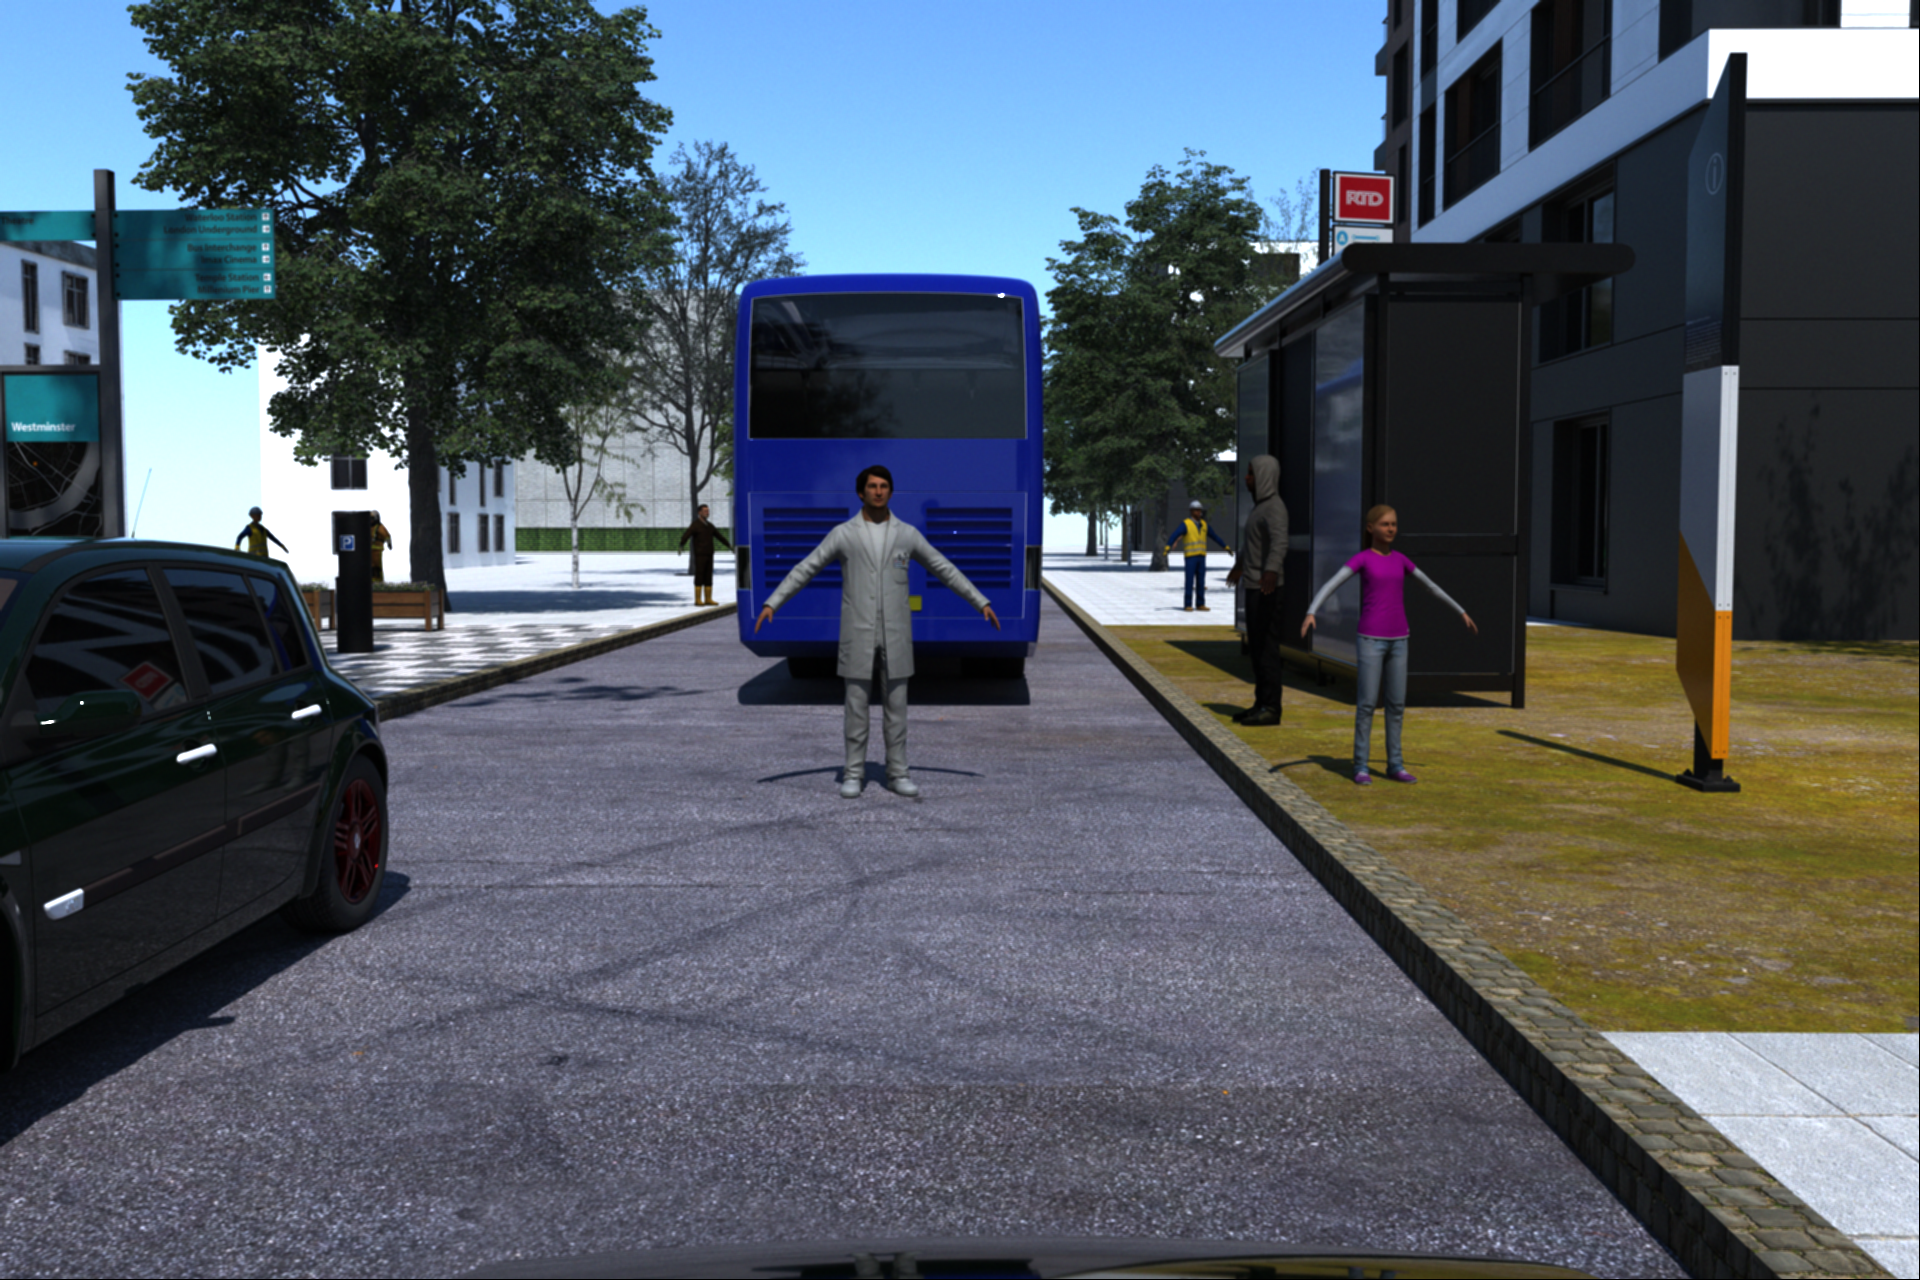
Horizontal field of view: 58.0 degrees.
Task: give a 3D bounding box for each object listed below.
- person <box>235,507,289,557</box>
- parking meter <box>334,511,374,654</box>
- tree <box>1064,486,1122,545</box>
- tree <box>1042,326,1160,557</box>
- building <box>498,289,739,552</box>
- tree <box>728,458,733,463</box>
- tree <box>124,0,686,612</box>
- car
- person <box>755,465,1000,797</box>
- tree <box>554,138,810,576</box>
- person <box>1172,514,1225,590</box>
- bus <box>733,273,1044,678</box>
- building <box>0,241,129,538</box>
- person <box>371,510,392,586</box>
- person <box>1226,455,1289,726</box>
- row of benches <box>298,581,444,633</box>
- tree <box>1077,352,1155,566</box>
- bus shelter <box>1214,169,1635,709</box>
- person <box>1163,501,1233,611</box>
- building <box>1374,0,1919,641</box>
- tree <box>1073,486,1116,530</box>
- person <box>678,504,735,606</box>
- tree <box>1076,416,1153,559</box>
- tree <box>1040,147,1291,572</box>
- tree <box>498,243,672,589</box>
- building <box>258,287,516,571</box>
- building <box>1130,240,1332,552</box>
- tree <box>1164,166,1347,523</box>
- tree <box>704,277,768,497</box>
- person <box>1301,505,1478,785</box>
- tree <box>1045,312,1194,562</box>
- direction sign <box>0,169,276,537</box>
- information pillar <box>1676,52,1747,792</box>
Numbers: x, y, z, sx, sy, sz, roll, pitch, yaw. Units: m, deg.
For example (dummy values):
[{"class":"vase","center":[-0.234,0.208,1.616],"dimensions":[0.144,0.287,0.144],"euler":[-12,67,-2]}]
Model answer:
[{"class":"person","center":[-12.590,-1.513,31.196],"dimensions":[0.721,1.772,1.216],"euler":[2,4,25]},{"class":"parking meter","center":[-6.549,-0.630,18.716],"dimensions":[0.372,1.533,0.369],"euler":[0,3,0]},{"class":"tree","center":[15.898,-17.468,195.972],"dimensions":[12.009,13.543,11.850],"euler":[0,3,0]},{"class":"tree","center":[7.474,-11.730,98.433],"dimensions":[9.857,13.997,8.962],"euler":[0,3,0]},{"class":"building","center":[-24.652,-16.805,141.220],"dimensions":[16.747,18.905,31.486],"euler":[0,4,2]},{"class":"tree","center":[-7.861,-9.271,85.995],"dimensions":[8.767,10.594,7.601],"euler":[1,4,16]},{"class":"tree","center":[-8.719,-7.429,28.118],"dimensions":[9.857,13.997,8.962],"euler":[0,3,0]},{"class":"car","center":[-3.050,0.298,4.920],"dimensions":[2.009,1.686,4.222],"euler":[0,4,1]},{"class":"person","center":[-0.457,-0.053,9.516],"dimensions":[1.347,1.806,0.705],"euler":[-1,4,-11]},{"class":"tree","center":[-8.081,-8.734,53.173],"dimensions":[12.009,13.543,11.850],"euler":[0,3,0]},{"class":"person","center":[5.488,-2.092,40.068],"dimensions":[1.347,1.847,0.705],"euler":[-1,4,-20]},{"class":"bus","center":[-0.481,-1.745,20.075],"dimensions":[2.896,3.916,12.251],"euler":[0,4,1]},{"class":"building","center":[-26.571,-5.920,38.943],"dimensions":[9.099,9.664,28.070],"euler":[0,4,2]},{"class":"person","center":[-13.875,-2.157,41.036],"dimensions":[1.354,1.858,0.705],"euler":[2,4,32]},{"class":"person","center":[2.026,-0.342,11.718],"dimensions":[0.705,1.813,1.348],"euler":[0,4,-1]},{"class":"row of benches","center":[-8.773,-0.449,22.811],"dimensions":[4.104,0.672,1.422],"euler":[0,4,-1]},{"class":"tree","center":[6.906,-7.304,69.781],"dimensions":[4.360,8.622,3.978],"euler":[0,3,0]},{"class":"bus shelter","center":[3.789,-2.397,16.816],"dimensions":[2.179,5.291,8.768],"euler":[0,4,0]},{"class":"person","center":[3.933,-1.399,28.849],"dimensions":[1.349,1.833,0.705],"euler":[-2,4,-25]},{"class":"building","center":[22.886,-11.760,36.254],"dimensions":[27.936,21.610,32.646],"euler":[0,4,1]},{"class":"tree","center":[8.144,-9.575,106.919],"dimensions":[4.737,8.622,4.395],"euler":[0,3,0]},{"class":"person","center":[-4.546,-1.513,30.875],"dimensions":[0.704,1.812,1.346],"euler":[3,5,40]},{"class":"tree","center":[7.218,-8.401,87.715],"dimensions":[4.360,8.622,3.978],"euler":[0,3,0]},{"class":"tree","center":[6.844,-9.319,59.025],"dimensions":[9.857,13.997,8.962],"euler":[0,3,0]},{"class":"tree","center":[-9.120,-5.525,40.699],"dimensions":[4.360,8.622,3.978],"euler":[0,3,0]},{"class":"building","center":[-23.205,-8.006,73.043],"dimensions":[9.099,9.664,28.070],"euler":[0,4,0]},{"class":"building","center":[27.311,-17.921,136.983],"dimensions":[27.936,21.610,32.646],"euler":[0,4,1]},{"class":"tree","center":[6.386,-5.171,34.906],"dimensions":[4.360,8.622,3.978],"euler":[0,3,0]},{"class":"tree","center":[-7.818,-9.668,76.191],"dimensions":[7.486,12.596,7.792],"euler":[0,3,0]},{"class":"person","center":[2.192,0.023,8.883],"dimensions":[0.991,1.433,0.599],"euler":[-1,4,-15]},{"class":"tree","center":[7.472,-9.403,79.488],"dimensions":[9.928,11.665,9.643],"euler":[0,3,0]},{"class":"direction sign","center":[-6.248,-1.505,13.377],"dimensions":[2.525,3.948,1.411],"euler":[0,4,3]},{"class":"information pillar","center":[3.784,-1.063,8.736],"dimensions":[0.183,3.616,0.504],"euler":[0,4,1]}]
